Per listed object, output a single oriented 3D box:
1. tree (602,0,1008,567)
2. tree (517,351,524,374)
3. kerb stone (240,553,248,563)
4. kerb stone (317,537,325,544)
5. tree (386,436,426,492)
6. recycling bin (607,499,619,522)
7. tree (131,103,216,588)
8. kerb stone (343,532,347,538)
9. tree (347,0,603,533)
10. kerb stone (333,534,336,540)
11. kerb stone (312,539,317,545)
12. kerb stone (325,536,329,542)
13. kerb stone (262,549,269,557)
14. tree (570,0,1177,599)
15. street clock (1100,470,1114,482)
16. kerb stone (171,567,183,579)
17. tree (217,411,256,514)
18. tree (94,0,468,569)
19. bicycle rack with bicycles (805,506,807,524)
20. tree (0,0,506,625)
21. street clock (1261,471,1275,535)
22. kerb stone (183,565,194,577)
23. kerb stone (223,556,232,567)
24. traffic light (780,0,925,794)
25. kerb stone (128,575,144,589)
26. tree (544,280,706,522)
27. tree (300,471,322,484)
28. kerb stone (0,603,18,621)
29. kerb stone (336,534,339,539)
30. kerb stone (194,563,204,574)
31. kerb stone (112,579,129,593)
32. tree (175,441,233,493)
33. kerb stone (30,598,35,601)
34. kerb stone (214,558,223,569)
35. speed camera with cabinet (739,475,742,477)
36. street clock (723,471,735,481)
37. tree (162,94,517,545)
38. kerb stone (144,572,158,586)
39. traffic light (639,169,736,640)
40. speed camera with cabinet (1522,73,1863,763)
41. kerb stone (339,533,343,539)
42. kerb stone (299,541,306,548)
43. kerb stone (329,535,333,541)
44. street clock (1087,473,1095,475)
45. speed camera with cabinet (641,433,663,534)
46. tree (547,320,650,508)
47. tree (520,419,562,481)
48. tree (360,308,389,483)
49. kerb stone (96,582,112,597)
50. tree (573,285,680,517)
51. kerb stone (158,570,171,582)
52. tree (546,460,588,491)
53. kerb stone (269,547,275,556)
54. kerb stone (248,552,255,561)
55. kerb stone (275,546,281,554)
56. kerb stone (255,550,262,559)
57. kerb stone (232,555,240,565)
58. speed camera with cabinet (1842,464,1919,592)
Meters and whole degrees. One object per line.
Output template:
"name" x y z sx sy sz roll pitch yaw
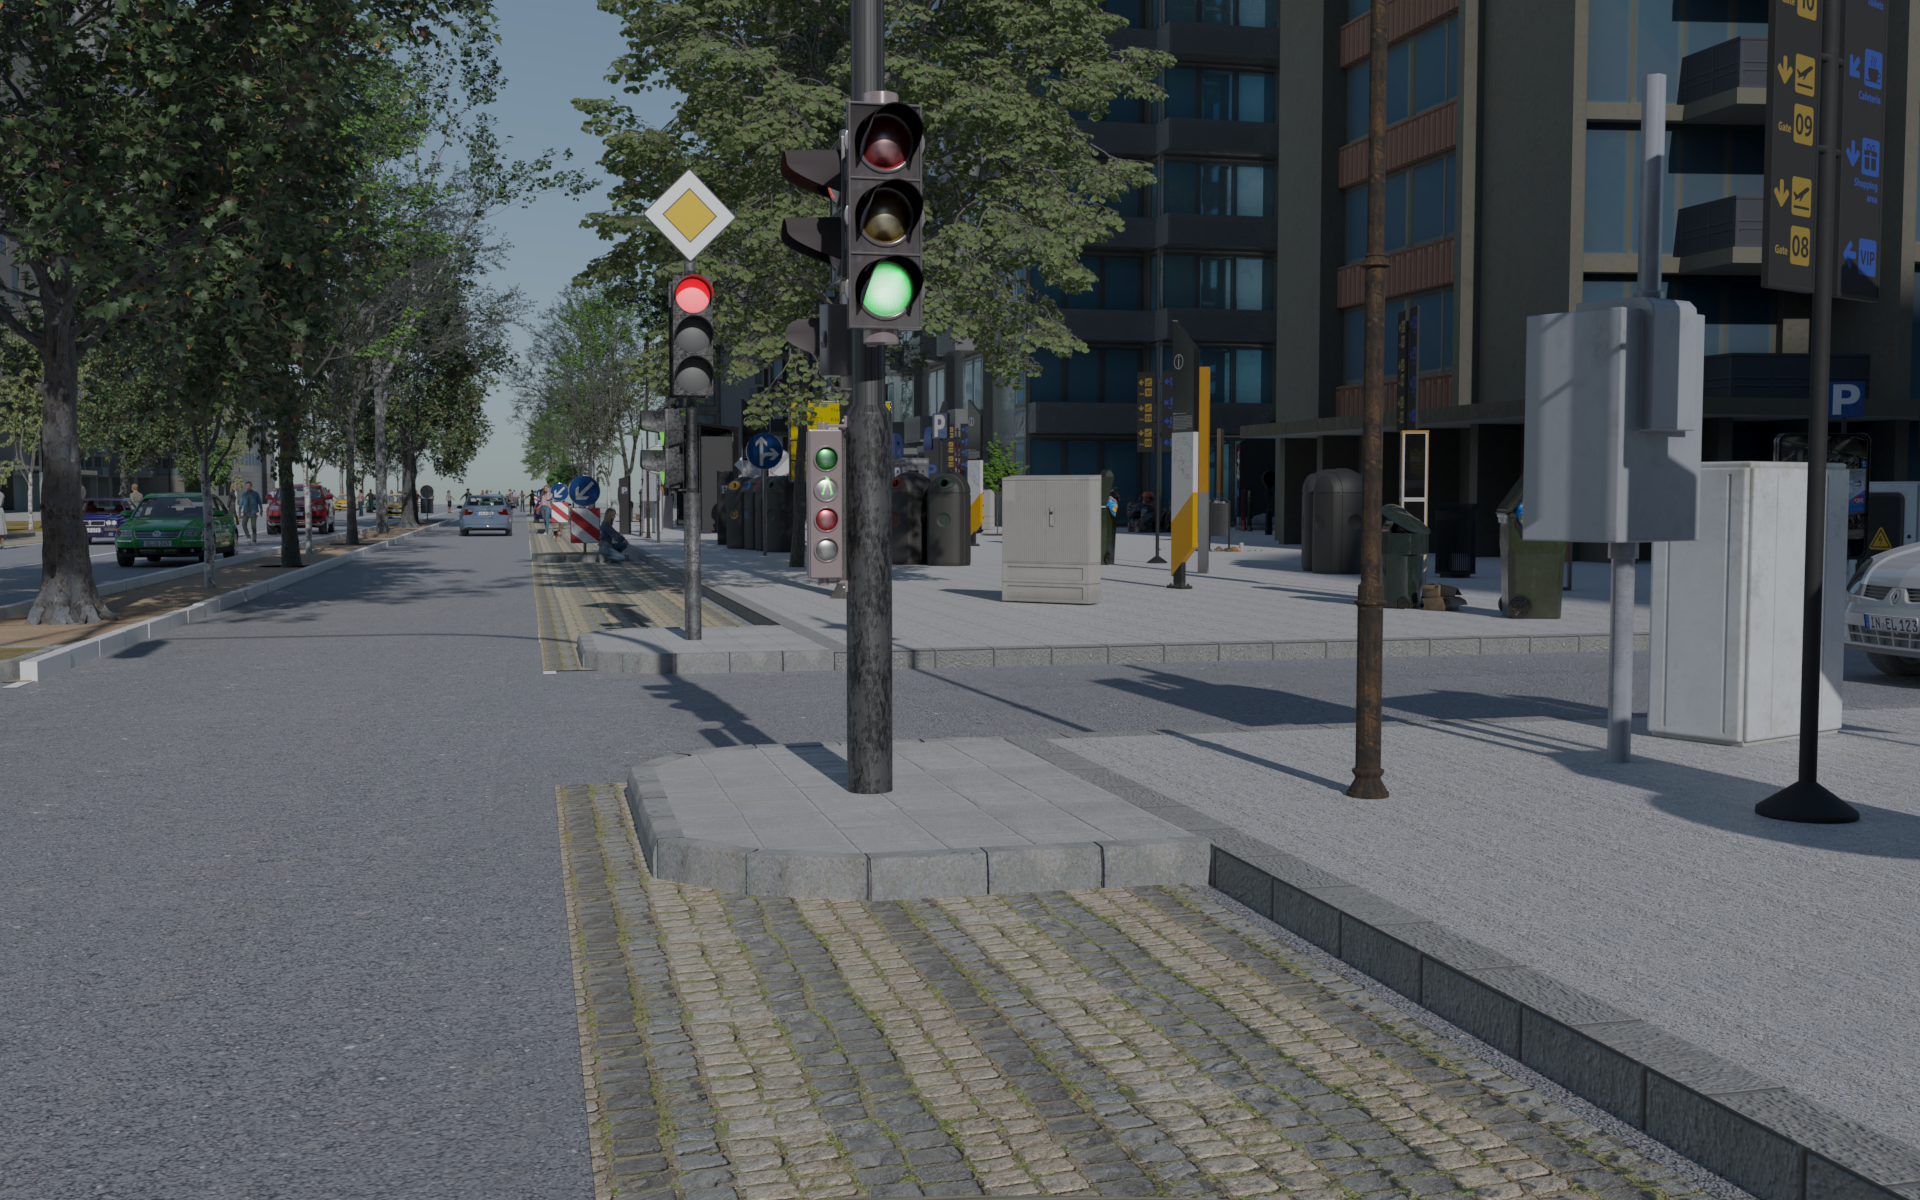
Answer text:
"tree" -2.546 -5.861 30.248 7.601 10.594 8.767 -2 4 -25
"tree" -23.241 -9.359 72.486 9.611 12.733 9.660 0 3 0
"kerb stone" -15.028 -0.849 36.074 0.120 0.150 1.000 -1 4 -14
"kerb stone" -18.521 -1.697 49.996 0.120 0.150 1.000 -1 4 -14
"tree" -76.927 -18.539 237.524 7.601 10.594 8.767 -2 4 -32
"recycling bin" -16.138 -4.205 81.301 0.722 1.027 0.722 0 4 5
"tree" -11.334 -4.467 25.861 4.360 8.622 3.978 0 3 0
"kerb stone" -20.024 -2.067 55.985 0.120 0.150 1.000 -1 4 -14
"tree" -19.527 -12.429 61.566 12.611 20.169 13.585 0 3 0
"kerb stone" -19.275 -1.883 52.977 0.120 0.150 1.000 -1 4 -14
"kerb stone" -18.028 -1.579 48.012 0.120 0.150 1.000 -1 4 -14
"kerb stone" -18.778 -1.758 50.985 0.120 0.150 1.000 -1 4 -14
"kerb stone" -15.779 -1.027 39.052 0.120 0.150 1.000 -1 4 -14
"tree" -0.971 -6.303 21.183 7.486 12.596 7.792 0 3 0
"street clock" 4.408 -2.902 52.019 0.358 2.002 0.471 3 5 40
"kerb stone" -13.276 -0.422 29.120 0.120 0.150 1.000 -1 4 -14
"tree" -47.148 -9.890 112.066 4.737 8.622 4.395 0 3 0
"tree" -13.147 -6.436 33.434 9.928 11.665 9.643 0 3 0
"bicycle rack with bicycles" -6.080 -3.696 73.809 2.852 0.926 2.925 -3 4 -39
"tree" -9.911 -6.076 18.801 9.611 12.733 9.660 0 3 0
"street clock" 9.665 -3.033 54.162 0.471 2.002 0.358 -1 4 -12
"kerb stone" -13.520 -0.484 30.117 0.120 0.150 1.000 -1 4 -14
"kerb stone" -14.530 -0.727 34.087 0.120 0.150 1.000 -1 4 -14
"traffic light" -2.429 -1.962 6.748 4.771 5.953 1.251 -1 4 -14
"kerb stone" -12.526 -0.241 26.134 0.120 0.150 1.000 -1 4 -14
"tree" -15.236 -9.410 79.612 9.928 11.665 9.643 0 3 0
"tree" -53.719 -9.121 143.723 1.663 3.219 1.824 0 3 0
"kerb stone" -11.025 0.130 20.152 0.120 0.150 1.000 -1 4 -14
"kerb stone" -19.537 -1.944 53.978 0.120 0.150 1.000 -1 4 -14
"kerb stone" -13.780 -0.545 31.109 0.120 0.150 1.000 -1 4 -14
"kerb stone" -12.280 -0.176 25.138 0.120 0.150 1.000 -1 4 -14
"tree" -41.876 -6.872 96.070 4.285 4.588 4.351 0 3 0
"kerb stone" -11.273 0.064 21.149 0.120 0.150 1.000 -1 4 -14
"kerb stone" -14.276 -0.667 33.095 0.120 0.150 1.000 -1 4 -14
"speed camera with cabinet" -10.839 -5.452 83.481 0.660 3.252 2.038 -2 4 -31
"street clock" -7.248 -3.037 54.221 0.358 2.002 0.471 1 4 17
"tree" -17.139 -8.291 48.380 12.009 13.543 11.850 0 3 0
"kerb stone" -12.770 -0.302 27.129 0.120 0.150 1.000 -1 4 -14
"traffic light" -2.368 -1.604 15.140 0.839 4.253 0.868 -1 4 -14
"speed camera with cabinet" 3.739 -0.886 8.826 2.038 3.252 0.660 -2 4 -35
"kerb stone" -19.783 -2.005 54.976 0.120 0.150 1.000 -1 4 -14
"kerb stone" -17.785 -1.518 47.016 0.120 0.150 1.000 -1 4 -14
"kerb stone" -19.020 -1.818 51.985 0.120 0.150 1.000 -1 4 -14
"street clock" 4.596 -3.445 60.902 0.358 2.002 0.471 1 4 16
"speed camera with cabinet" -10.095 -3.822 56.827 0.660 3.252 2.038 0 4 -7
"tree" -14.983 -7.472 72.522 4.360 8.622 3.978 0 3 0
"tree" -55.429 -19.298 233.652 7.486 12.596 7.792 0 3 0
"tree" -15.315 -5.360 40.461 4.360 8.622 3.978 0 3 0
"kerb stone" -12.027 -0.118 24.131 0.120 0.150 1.000 -1 4 -14
"tree" -21.251 -11.518 98.683 12.009 13.543 11.850 0 3 0
"kerb stone" -13.028 -0.363 28.127 0.120 0.150 1.000 -1 4 -14
"tree" -42.176 -12.224 183.581 4.285 4.588 4.351 0 3 0
"kerb stone" -16.027 -1.090 40.056 0.120 0.150 1.000 -1 4 -14
"kerb stone" -15.277 -0.909 37.069 0.120 0.150 1.000 -1 4 -14
"kerb stone" -16.274 -1.150 41.048 0.120 0.150 1.000 -1 4 -14
"kerb stone" -15.534 -0.963 38.058 0.120 0.150 1.000 -1 4 -14
"kerb stone" -14.778 -0.783 35.084 0.120 0.150 1.000 -1 4 -14
"speed camera with cabinet" 12.853 -1.741 22.799 0.660 3.252 2.038 -2 4 -30
